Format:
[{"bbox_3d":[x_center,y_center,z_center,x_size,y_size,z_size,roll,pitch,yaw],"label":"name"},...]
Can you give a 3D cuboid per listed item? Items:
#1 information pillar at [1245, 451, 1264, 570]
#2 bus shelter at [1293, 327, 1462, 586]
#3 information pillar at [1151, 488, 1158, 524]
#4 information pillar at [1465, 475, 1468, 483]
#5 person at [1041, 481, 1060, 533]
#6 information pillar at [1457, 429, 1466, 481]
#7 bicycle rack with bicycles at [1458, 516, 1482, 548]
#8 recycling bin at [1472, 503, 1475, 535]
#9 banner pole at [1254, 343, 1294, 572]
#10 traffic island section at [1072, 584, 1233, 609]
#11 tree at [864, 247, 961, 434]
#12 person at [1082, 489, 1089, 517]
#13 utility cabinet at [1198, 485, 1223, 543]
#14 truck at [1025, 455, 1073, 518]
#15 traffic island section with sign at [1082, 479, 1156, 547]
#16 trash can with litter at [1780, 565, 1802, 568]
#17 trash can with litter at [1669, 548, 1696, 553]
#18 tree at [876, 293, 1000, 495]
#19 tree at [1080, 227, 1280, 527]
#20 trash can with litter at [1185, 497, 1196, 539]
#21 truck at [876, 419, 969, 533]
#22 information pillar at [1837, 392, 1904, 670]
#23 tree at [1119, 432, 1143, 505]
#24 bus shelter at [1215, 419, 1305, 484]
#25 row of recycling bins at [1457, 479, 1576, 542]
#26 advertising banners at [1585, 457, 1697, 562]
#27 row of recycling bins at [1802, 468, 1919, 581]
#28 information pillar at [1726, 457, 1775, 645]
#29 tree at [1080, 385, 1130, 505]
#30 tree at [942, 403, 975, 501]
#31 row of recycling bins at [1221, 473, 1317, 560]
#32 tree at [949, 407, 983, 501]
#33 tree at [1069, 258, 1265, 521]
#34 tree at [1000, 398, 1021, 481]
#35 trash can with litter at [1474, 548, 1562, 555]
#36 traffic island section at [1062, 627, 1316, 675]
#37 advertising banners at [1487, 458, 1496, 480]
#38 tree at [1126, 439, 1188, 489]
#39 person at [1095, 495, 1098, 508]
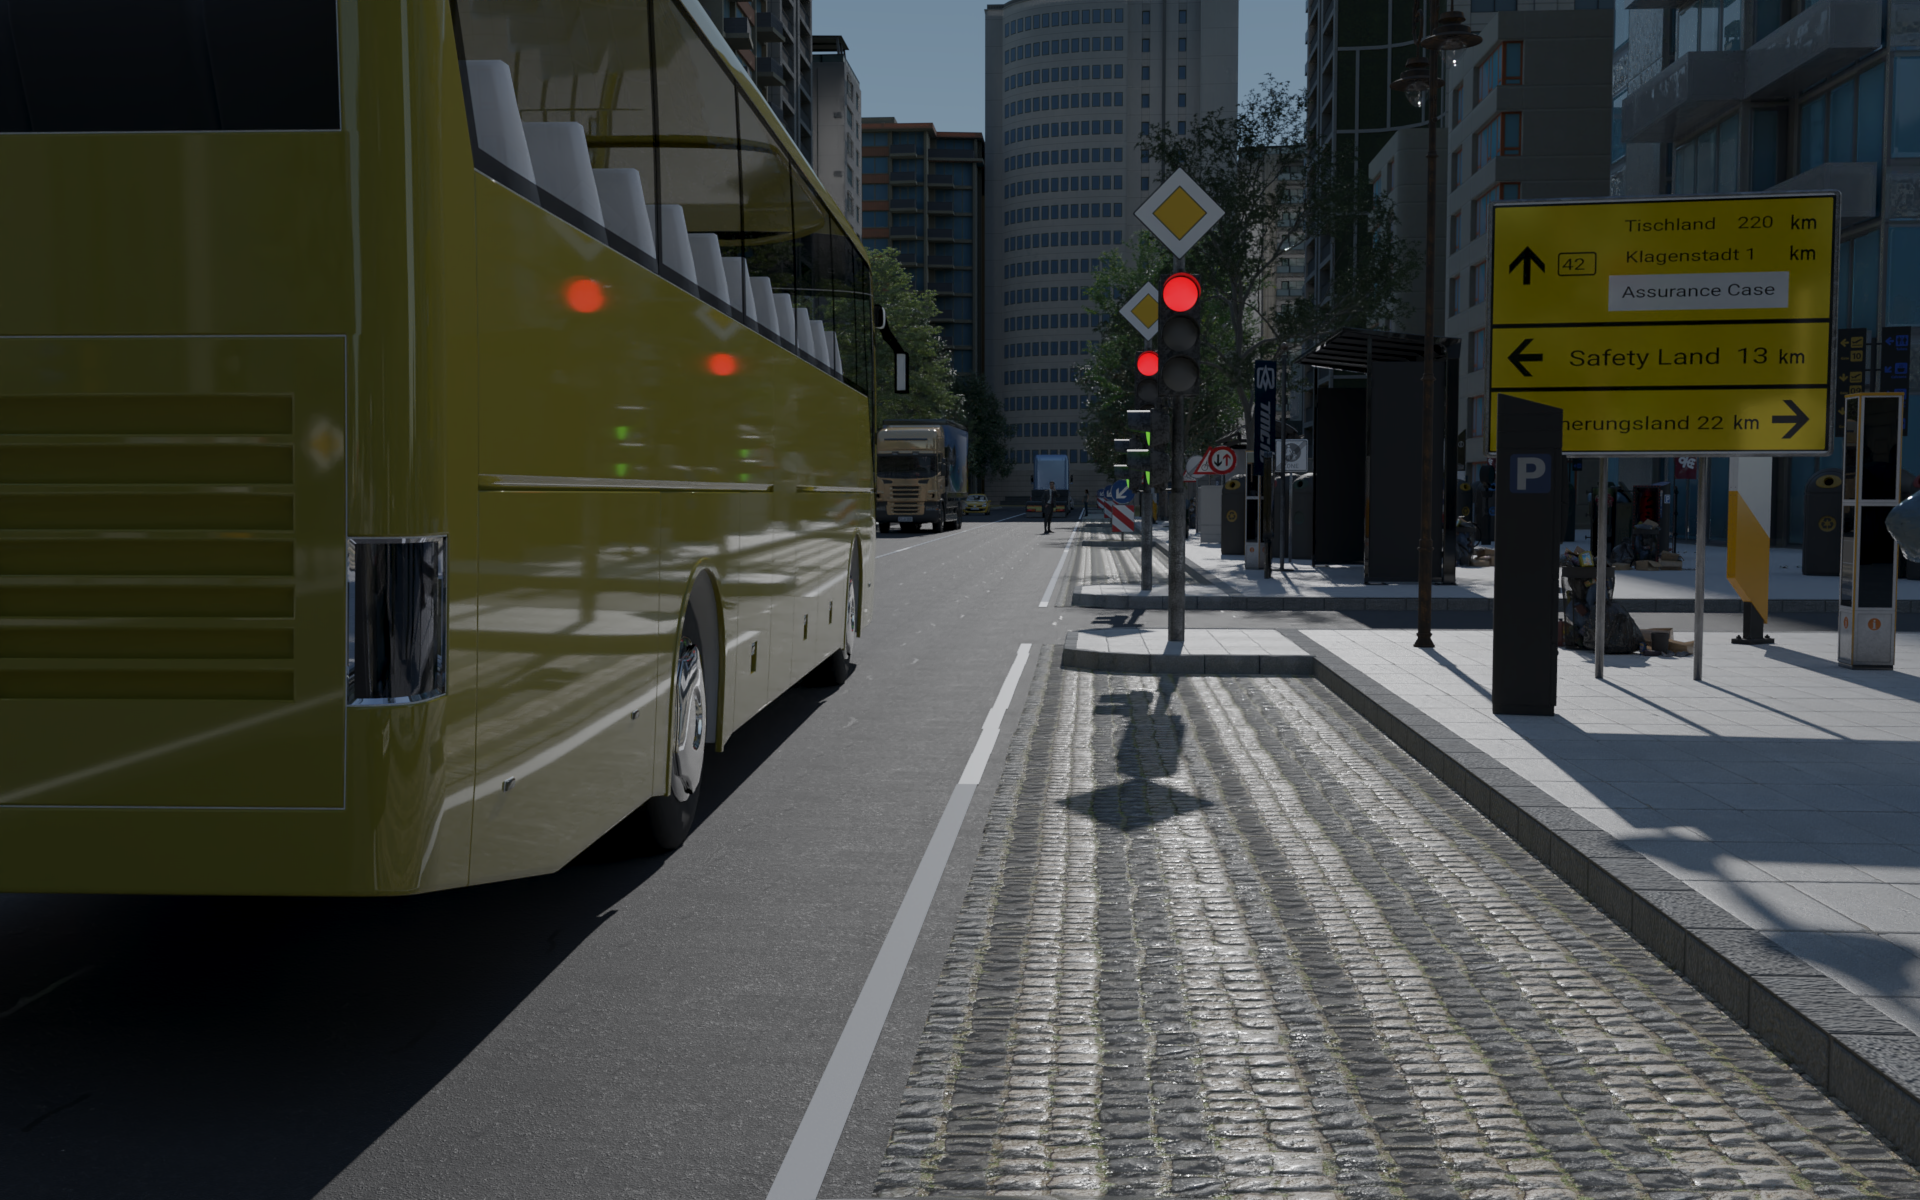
[{"bbox_3d":[5.052,-1.526,29.435,0.304,2.012,0.304,3,5,44],"label":"information pillar"},{"bbox_3d":[6.465,-2.209,27.396,1.731,3.624,6.357,0,4,4],"label":"bus shelter"},{"bbox_3d":[8.293,-5.071,74.258,0.183,3.616,0.504,-2,4,-24],"label":"information pillar"},{"bbox_3d":[18.998,-3.730,65.484,0.304,2.012,0.304,2,4,35],"label":"information pillar"},{"bbox_3d":[3.341,-3.422,63.816,0.648,1.900,0.474,-3,4,-36],"label":"person"},{"bbox_3d":[17.945,-4.339,62.290,0.504,3.616,0.183,3,5,39],"label":"information pillar"},{"bbox_3d":[10.769,-1.673,40.732,2.925,0.926,2.852,0,4,6],"label":"bicycle rack with bicycles"},{"bbox_3d":[14.118,-2.243,49.223,0.722,1.027,0.722,-1,4,-17],"label":"recycling bin"},{"bbox_3d":[5.161,-2.360,28.611,0.863,3.779,0.401,-2,4,-30],"label":"banner pole"},{"bbox_3d":[2.510,-0.051,23.107,2.009,0.180,2.903,0,4,4],"label":"traffic island section"},{"bbox_3d":[-3.857,-9.863,79.392,7.486,12.596,7.792,0,3,0],"label":"tree"},{"bbox_3d":[7.919,-6.139,109.586,0.721,1.735,1.217,-1,4,-11],"label":"person"},{"bbox_3d":[6.804,-2.202,44.684,1.173,1.500,0.318,2,4,35],"label":"utility cabinet"},{"bbox_3d":[5.812,-7.523,112.758,2.967,4.110,18.799,0,4,4],"label":"truck"},{"bbox_3d":[4.360,-2.386,47.637,1.989,1.847,2.006,0,4,4],"label":"traffic island section with sign"},{"bbox_3d":[15.286,-1.136,29.633,2.233,1.210,1.678,2,4,28],"label":"trash can with litter"},{"bbox_3d":[15.446,-1.687,38.640,1.678,1.210,2.233,1,4,17],"label":"trash can with litter"},{"bbox_3d":[-3.685,-11.037,97.461,9.611,12.733,9.660,0,3,0],"label":"tree"},{"bbox_3d":[8.381,-8.607,66.481,9.928,11.665,9.643,0,3,0],"label":"tree"},{"bbox_3d":[6.319,-2.316,49.251,0.624,1.170,1.055,1,4,10],"label":"trash can with litter"},{"bbox_3d":[-1.447,-4.784,67.127,2.839,4.237,11.283,0,4,6],"label":"truck"},{"bbox_3d":[6.665,-0.501,12.688,0.304,2.012,0.304,1,4,8],"label":"information pillar"},{"bbox_3d":[15.638,-12.645,157.100,4.360,8.622,3.978,0,3,0],"label":"tree"},{"bbox_3d":[8.451,-3.384,49.249,2.014,3.302,5.546,0,4,4],"label":"bus shelter"},{"bbox_3d":[14.863,-2.446,47.098,3.534,1.692,1.069,1,4,8],"label":"row of recycling bins"},{"bbox_3d":[12.434,-2.155,31.428,2.074,3.025,0.090,0,4,4],"label":"advertising banners"},{"bbox_3d":[14.354,-1.163,26.130,1.069,1.692,3.534,-2,4,-25],"label":"row of recycling bins"},{"bbox_3d":[6.738,-1.429,14.719,0.504,3.616,0.183,-2,4,-32],"label":"information pillar"},{"bbox_3d":[13.934,-13.879,145.051,7.486,12.596,7.792,0,3,0],"label":"tree"},{"bbox_3d":[-0.565,-11.220,133.813,4.360,8.622,3.978,0,3,0],"label":"tree"},{"bbox_3d":[6.478,-1.732,35.433,1.069,1.692,3.534,-1,4,-21],"label":"row of recycling bins"},{"bbox_3d":[-0.295,-11.987,146.351,4.737,8.622,4.395,0,3,0],"label":"tree"},{"bbox_3d":[9.843,-10.163,83.177,9.611,12.733,9.660,0,3,0],"label":"tree"},{"bbox_3d":[0.895,-14.693,157.240,9.611,12.733,9.660,0,3,0],"label":"tree"},{"bbox_3d":[11.421,-1.530,36.072,2.233,1.210,1.678,2,4,26],"label":"trash can with litter"},{"bbox_3d":[1.912,0.436,15.145,2.009,0.180,2.903,0,4,4],"label":"traffic island section"},{"bbox_3d":[18.287,-3.960,60.939,0.090,3.025,2.074,-1,4,-11],"label":"advertising banners"},{"bbox_3d":[13.741,-10.926,128.999,4.737,8.622,4.395,0,3,0],"label":"tree"},{"bbox_3d":[13.282,-9.580,165.851,1.217,1.743,0.721,1,4,22],"label":"person"}]
